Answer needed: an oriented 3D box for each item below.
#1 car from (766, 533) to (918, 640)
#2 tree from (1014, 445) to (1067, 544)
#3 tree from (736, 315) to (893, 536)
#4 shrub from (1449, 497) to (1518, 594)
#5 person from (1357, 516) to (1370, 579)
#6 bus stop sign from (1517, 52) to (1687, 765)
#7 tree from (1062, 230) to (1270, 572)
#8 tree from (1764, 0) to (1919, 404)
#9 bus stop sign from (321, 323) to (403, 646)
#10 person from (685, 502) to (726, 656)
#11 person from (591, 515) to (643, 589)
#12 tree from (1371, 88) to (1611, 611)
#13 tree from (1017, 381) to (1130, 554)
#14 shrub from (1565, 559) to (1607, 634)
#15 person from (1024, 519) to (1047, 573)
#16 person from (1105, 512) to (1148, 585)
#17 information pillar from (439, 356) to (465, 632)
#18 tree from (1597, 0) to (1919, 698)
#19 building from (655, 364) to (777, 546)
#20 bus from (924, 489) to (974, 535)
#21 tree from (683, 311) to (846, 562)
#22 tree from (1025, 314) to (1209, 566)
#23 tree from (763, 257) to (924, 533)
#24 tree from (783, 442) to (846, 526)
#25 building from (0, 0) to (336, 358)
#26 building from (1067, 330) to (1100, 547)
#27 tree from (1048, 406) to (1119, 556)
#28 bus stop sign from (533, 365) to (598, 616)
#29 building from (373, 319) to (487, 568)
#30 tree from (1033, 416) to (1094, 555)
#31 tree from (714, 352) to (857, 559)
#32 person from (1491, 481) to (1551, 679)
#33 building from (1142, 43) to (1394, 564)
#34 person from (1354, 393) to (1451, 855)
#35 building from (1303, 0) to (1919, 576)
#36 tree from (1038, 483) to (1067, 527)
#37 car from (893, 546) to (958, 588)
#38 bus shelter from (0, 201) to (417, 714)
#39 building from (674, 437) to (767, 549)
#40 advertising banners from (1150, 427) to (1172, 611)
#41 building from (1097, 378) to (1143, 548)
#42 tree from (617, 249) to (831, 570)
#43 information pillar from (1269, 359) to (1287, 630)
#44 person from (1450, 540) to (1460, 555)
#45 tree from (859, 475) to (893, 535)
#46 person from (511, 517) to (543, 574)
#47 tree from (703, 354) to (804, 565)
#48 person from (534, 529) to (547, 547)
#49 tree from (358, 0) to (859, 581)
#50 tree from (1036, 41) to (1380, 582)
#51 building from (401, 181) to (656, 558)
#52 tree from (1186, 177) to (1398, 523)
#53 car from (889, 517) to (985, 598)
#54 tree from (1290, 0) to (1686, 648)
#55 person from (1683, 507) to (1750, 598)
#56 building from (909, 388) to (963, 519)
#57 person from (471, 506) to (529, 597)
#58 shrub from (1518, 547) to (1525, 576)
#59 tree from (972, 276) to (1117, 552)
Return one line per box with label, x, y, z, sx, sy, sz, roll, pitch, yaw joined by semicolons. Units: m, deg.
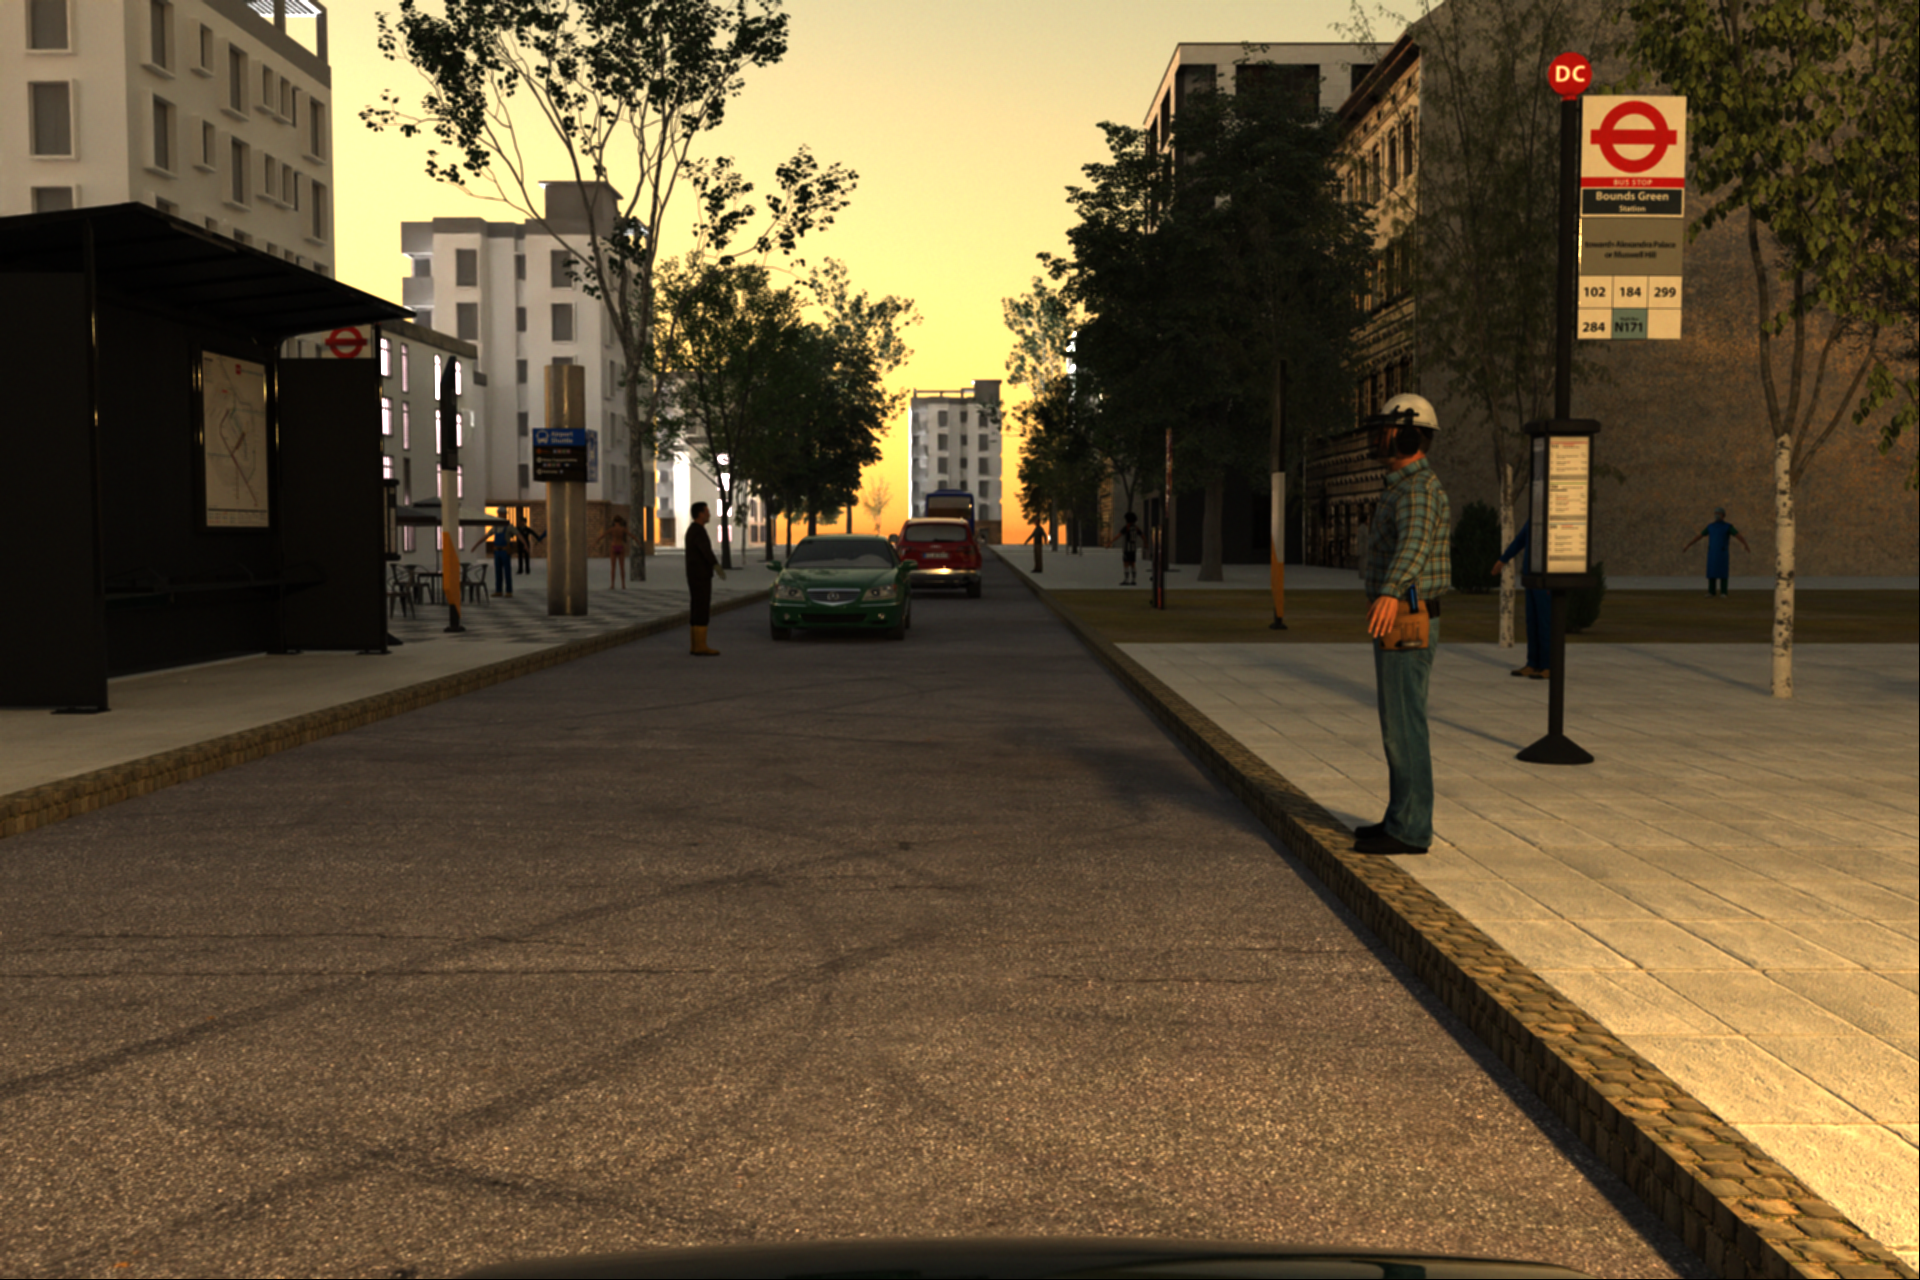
car;-1.655;-0.803;24.931;2.131;1.459;4.920;0;3;0
tree;11.599;-19.053;218.167;9.857;13.997;8.962;0;3;0
tree;-8.836;-11.949;102.023;9.857;13.997;8.962;0;3;0
shrub;11.097;-2.026;37.174;1.661;2.075;1.752;0;3;0
person;11.484;-2.627;49.139;0.705;1.806;1.347;0;4;-4
bus stop sign;3.597;-1.285;9.707;0.855;3.939;0.416;0;4;1
tree;7.049;-8.150;59.004;9.928;11.665;9.643;0;3;0
tree;19.470;-7.293;29.609;12.009;13.543;11.850;0;3;0
bus stop sign;-6.884;-1.909;19.920;0.855;3.939;0.416;0;4;0
person;-3.050;-0.730;20.531;0.704;1.812;1.346;-1;4;-22
person;-8.031;-2.066;40.584;1.217;1.733;0.721;-1;4;-17
tree;9.253;-4.801;28.856;4.360;8.622;3.978;0;3;0
tree;7.579;-11.453;113.013;9.928;11.665;9.643;0;3;0
shrub;7.883;-0.693;22.446;1.383;1.207;1.383;0;3;0
person;2.579;-3.152;57.810;0.705;1.796;1.348;-2;4;-29
person;4.235;-2.279;43.404;1.345;1.843;0.704;-2;4;-34
information pillar;-6.653;-1.912;22.609;0.183;3.616;0.504;0;4;0
tree;6.508;-3.839;13.133;4.737;8.622;4.395;0;3;0
building;-25.526;-19.795;180.059;16.016;20.090;11.380;0;4;1
bus;-0.597;-6.314;94.785;2.896;3.916;12.251;0;4;-1
tree;-8.897;-9.435;80.023;9.928;11.665;9.643;0;3;0
tree;6.598;-8.216;68.744;8.767;10.594;7.601;1;4;12
tree;-9.009;-16.235;121.334;12.611;20.169;13.585;0;3;0
tree;-17.954;-18.654;211.651;9.857;13.997;8.962;0;3;0
building;-27.491;-11.787;49.137;16.016;20.090;11.380;0;4;1
building;25.523;-21.168;190.078;27.936;21.610;32.646;0;4;0
tree;6.933;-9.085;98.907;4.737;8.622;4.395;0;3;0
bus stop sign;-6.200;-2.340;27.270;0.837;3.901;0.837;0;4;0
building;-26.044;-8.272;77.401;9.099;9.664;28.070;0;4;1
tree;6.564;-9.540;106.335;4.737;8.622;4.395;0;3;0
tree;-9.022;-9.484;89.469;8.767;10.594;7.601;1;4;13
person;5.166;-0.586;15.461;0.705;1.842;1.347;-1;4;-10
building;23.062;-14.969;88.719;27.936;21.610;32.646;0;4;0
person;1.779;-0.075;7.060;0.704;1.849;1.345;1;4;13
building;23.198;-14.072;61.014;19.493;23.208;18.063;0;4;1
tree;12.124;-15.929;210.798;4.360;8.622;3.978;0;3;0
car;-0.918;-2.326;47.075;2.155;1.783;4.494;0;3;0
bus shelter;-6.643;-1.475;15.397;1.731;3.624;6.357;0;4;0
building;-22.474;-13.521;163.213;9.099;9.664;28.070;0;4;1
advertising banners;3.418;-2.034;29.437;0.090;3.025;2.074;0;4;-2
building;23.049;-20.367;163.921;19.493;23.208;18.063;0;4;1
tree;-8.514;-8.384;62.827;9.928;11.665;9.643;0;3;0
information pillar;4.305;-1.961;23.415;0.183;3.616;0.504;0;4;-1
person;8.823;-1.655;32.822;0.705;1.858;1.354;-3;5;-42
tree;-9.675;-15.978;211.598;4.360;8.622;3.978;0;3;0
person;-14.022;-3.038;55.598;1.347;1.837;0.705;0;4;3
tree;-8.805;-7.436;71.949;4.737;8.622;4.395;0;3;0
person;-12.255;-2.854;52.630;1.349;1.833;0.705;-1;4;-11
tree;-8.877;-11.578;45.181;12.611;20.169;13.585;0;3;0
tree;6.839;-8.572;46.805;9.857;13.997;8.962;0;3;0
building;-23.886;-14.546;94.244;16.016;20.090;11.380;0;3;0
tree;6.517;-5.279;36.668;4.360;8.622;3.978;0;3;0
car;-0.542;-1.934;40.294;2.281;1.827;5.304;0;4;0
tree;6.380;-4.230;19.516;4.360;8.622;3.978;0;3;0
person;15.228;-1.754;34.805;0.704;1.817;1.347;-3;5;-42
building;-5.999;-21.891;216.792;11.380;20.090;16.016;0;4;3
person;-9.333;-1.801;35.302;1.347;1.847;0.705;1;4;19
shrub;13.132;-2.065;38.181;1.690;2.028;1.600;0;3;0
tree;7.260;-16.504;125.736;12.611;20.169;13.585;0;3;0
